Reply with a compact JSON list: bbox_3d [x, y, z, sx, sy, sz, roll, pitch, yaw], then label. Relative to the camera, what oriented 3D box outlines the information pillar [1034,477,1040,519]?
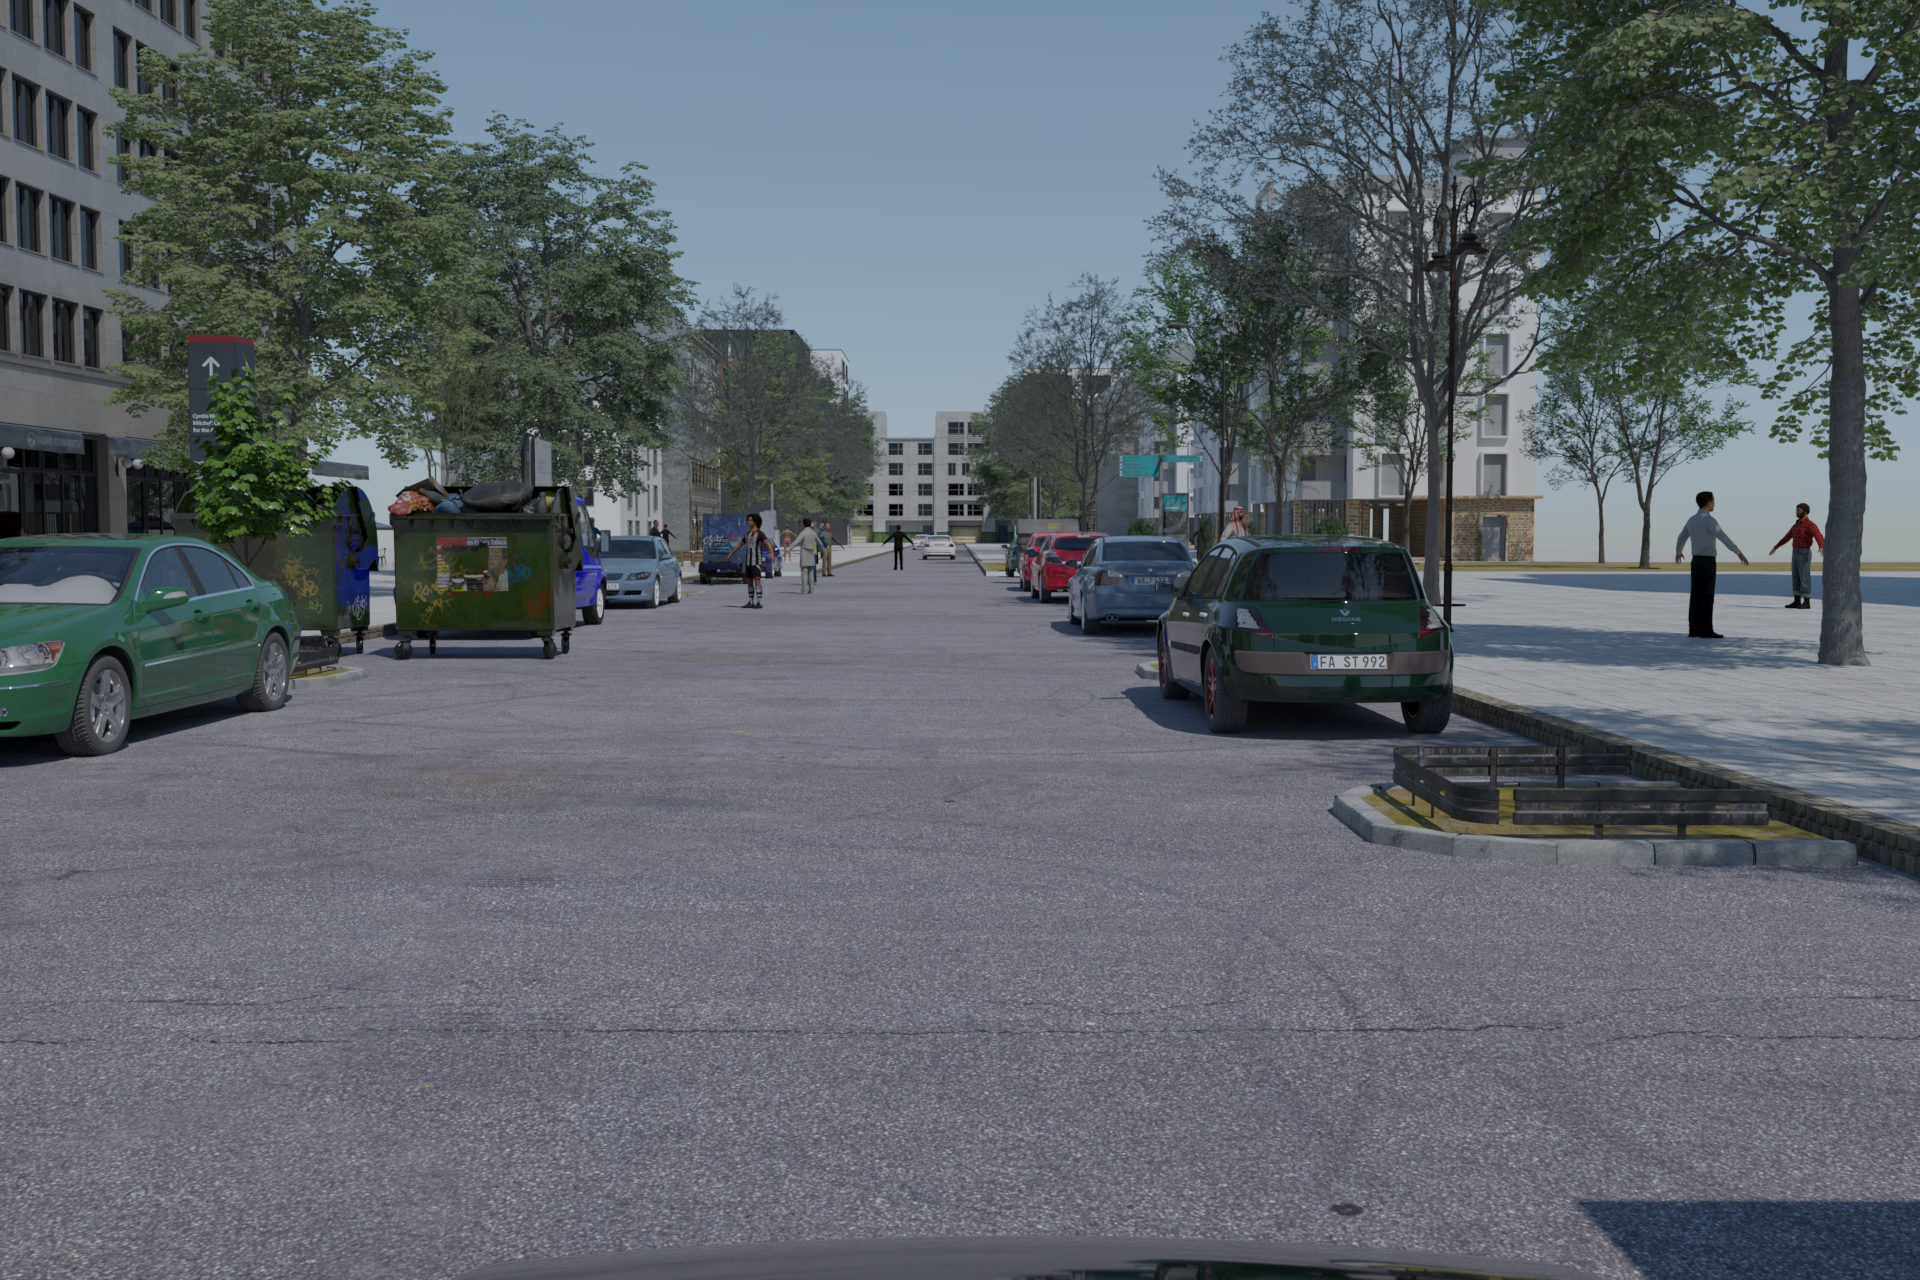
[{"bbox_3d":[3.189,-4.918,71.724,0.184,3.620,1.656,0,4,-1],"label":"information pillar"}]

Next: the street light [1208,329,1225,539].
[{"bbox_3d":[6.353,-4.022,38.303,1.470,5.913,1.316,0,4,-1],"label":"street light"}]

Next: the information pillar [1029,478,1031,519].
[{"bbox_3d":[2.919,-4.959,72.436,0.183,3.616,0.504,0,4,0],"label":"information pillar"}]

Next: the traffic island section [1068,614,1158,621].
[{"bbox_3d":[2.852,-0.403,29.455,1.991,0.108,1.994,0,4,0],"label":"traffic island section"}]

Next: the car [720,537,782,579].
[{"bbox_3d":[-6.857,-2.715,56.971,1.945,1.354,3.894,0,4,0],"label":"car"}]

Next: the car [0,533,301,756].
[{"bbox_3d":[-6.437,-0.053,12.668,2.131,1.459,4.920,0,4,-1],"label":"car"}]

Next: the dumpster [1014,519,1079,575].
[{"bbox_3d":[2.533,-2.573,50.292,1.865,1.857,1.264,0,4,-1],"label":"dumpster"}]

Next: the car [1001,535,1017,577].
[{"bbox_3d":[2.480,-2.895,59.126,2.131,1.459,4.920,0,4,0],"label":"car"}]

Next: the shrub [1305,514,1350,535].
[{"bbox_3d":[13.359,-3.590,62.743,1.661,2.075,1.752,0,3,0],"label":"shrub"}]

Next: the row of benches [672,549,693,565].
[{"bbox_3d":[-12.704,-3.477,72.305,4.104,0.672,1.422,3,4,37],"label":"row of benches"}]

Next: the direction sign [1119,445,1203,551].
[{"bbox_3d":[6.058,-3.849,51.689,2.525,3.948,1.411,0,3,0],"label":"direction sign"}]

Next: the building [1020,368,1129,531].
[{"bbox_3d":[21.748,-23.584,229.570,27.936,21.610,32.646,0,4,0],"label":"building"}]

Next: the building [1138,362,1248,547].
[{"bbox_3d":[24.427,-20.202,186.723,16.016,20.090,11.380,0,4,0],"label":"building"}]

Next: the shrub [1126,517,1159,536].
[{"bbox_3d":[7.338,-4.006,69.925,1.690,2.028,1.600,0,3,0],"label":"shrub"}]

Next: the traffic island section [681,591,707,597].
[{"bbox_3d":[-6.941,-1.058,40.169,1.991,0.108,1.994,0,3,0],"label":"traffic island section"}]

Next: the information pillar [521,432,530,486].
[{"bbox_3d":[-9.945,-2.957,39.703,0.183,3.616,0.504,0,4,0],"label":"information pillar"}]

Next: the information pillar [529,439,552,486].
[{"bbox_3d":[-10.539,-3.196,43.572,0.184,3.620,1.656,0,3,0],"label":"information pillar"}]

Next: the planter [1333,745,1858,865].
[{"bbox_3d":[2.904,0.774,8.492,1.991,0.319,1.994,0,4,1],"label":"planter"}]

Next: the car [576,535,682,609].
[{"bbox_3d":[-6.697,-1.395,34.809,2.014,1.417,4.499,0,4,0],"label":"car"}]

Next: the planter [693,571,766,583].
[{"bbox_3d":[-6.909,-1.900,52.208,1.991,0.319,1.994,0,3,0],"label":"planter"}]

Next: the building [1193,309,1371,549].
[{"bbox_3d":[24.529,-17.511,142.727,16.016,20.090,11.380,0,3,0],"label":"building"}]

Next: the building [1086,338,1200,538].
[{"bbox_3d":[24.604,-22.763,203.111,19.493,23.208,18.063,0,4,0],"label":"building"}]

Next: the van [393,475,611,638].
[{"bbox_3d":[-6.600,-1.298,25.613,2.240,2.365,5.245,0,3,0],"label":"van"}]

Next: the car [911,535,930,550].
[{"bbox_3d":[-3.372,-8.888,157.678,2.083,1.381,4.827,0,4,0],"label":"car"}]

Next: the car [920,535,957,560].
[{"bbox_3d":[-1.197,-5.223,97.757,2.083,1.381,4.827,0,4,-1],"label":"car"}]

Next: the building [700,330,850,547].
[{"bbox_3d":[-27.027,-21.128,189.413,27.936,21.610,32.646,0,3,0],"label":"building"}]

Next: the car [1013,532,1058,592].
[{"bbox_3d":[2.463,-2.171,44.537,2.155,1.783,4.494,0,4,0],"label":"car"}]

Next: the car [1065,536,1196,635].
[{"bbox_3d":[2.608,-0.856,25.994,2.014,1.417,4.499,0,4,0],"label":"car"}]

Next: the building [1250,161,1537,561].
[{"bbox_3d":[21.180,-14.549,94.297,16.016,20.090,11.380,0,3,0],"label":"building"}]

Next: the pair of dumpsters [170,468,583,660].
[{"bbox_3d":[-6.726,-0.929,20.133,4.436,2.255,1.574,0,4,0],"label":"pair of dumpsters"}]

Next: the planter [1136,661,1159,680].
[{"bbox_3d":[2.817,0.217,17.588,1.991,0.319,1.994,0,4,1],"label":"planter"}]

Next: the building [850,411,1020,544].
[{"bbox_3d":[-3.559,-23.662,255.790,31.486,18.905,16.747,0,4,-1],"label":"building"}]

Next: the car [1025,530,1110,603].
[{"bbox_3d":[2.507,-1.734,37.383,2.155,1.783,4.494,0,4,-1],"label":"car"}]

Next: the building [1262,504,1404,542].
[{"bbox_3d":[25.133,-15.695,113.030,16.016,20.090,11.380,0,4,0],"label":"building"}]

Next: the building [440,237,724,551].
[{"bbox_3d":[-29.545,-18.767,137.773,19.493,23.208,18.063,0,4,-1],"label":"building"}]

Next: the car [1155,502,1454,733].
[{"bbox_3d":[2.625,-0.249,13.853,2.009,1.686,4.222,0,4,-1],"label":"car"}]

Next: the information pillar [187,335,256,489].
[{"bbox_3d":[-9.735,-2.052,22.936,0.750,3.857,0.750,0,4,-1],"label":"information pillar"}]

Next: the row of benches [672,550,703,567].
[{"bbox_3d":[-10.065,-3.220,68.115,4.104,0.672,1.422,0,4,-6],"label":"row of benches"}]

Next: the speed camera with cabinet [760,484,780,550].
[{"bbox_3d":[-7.585,-4.564,68.950,0.660,3.252,2.038,0,4,0],"label":"speed camera with cabinet"}]

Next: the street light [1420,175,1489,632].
[{"bbox_3d":[6.379,-3.041,22.509,0.468,5.910,1.993,0,3,0],"label":"street light"}]

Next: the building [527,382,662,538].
[{"bbox_3d":[-23.314,-10.256,109.825,9.099,9.664,28.070,0,4,0],"label":"building"}]

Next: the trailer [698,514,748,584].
[{"bbox_3d":[-6.719,-2.577,49.187,1.471,1.999,3.904,0,4,0],"label":"trailer"}]

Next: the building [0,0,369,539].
[{"bbox_3d":[-33.147,-14.937,46.390,24.374,26.755,37.873,0,3,0],"label":"building"}]
